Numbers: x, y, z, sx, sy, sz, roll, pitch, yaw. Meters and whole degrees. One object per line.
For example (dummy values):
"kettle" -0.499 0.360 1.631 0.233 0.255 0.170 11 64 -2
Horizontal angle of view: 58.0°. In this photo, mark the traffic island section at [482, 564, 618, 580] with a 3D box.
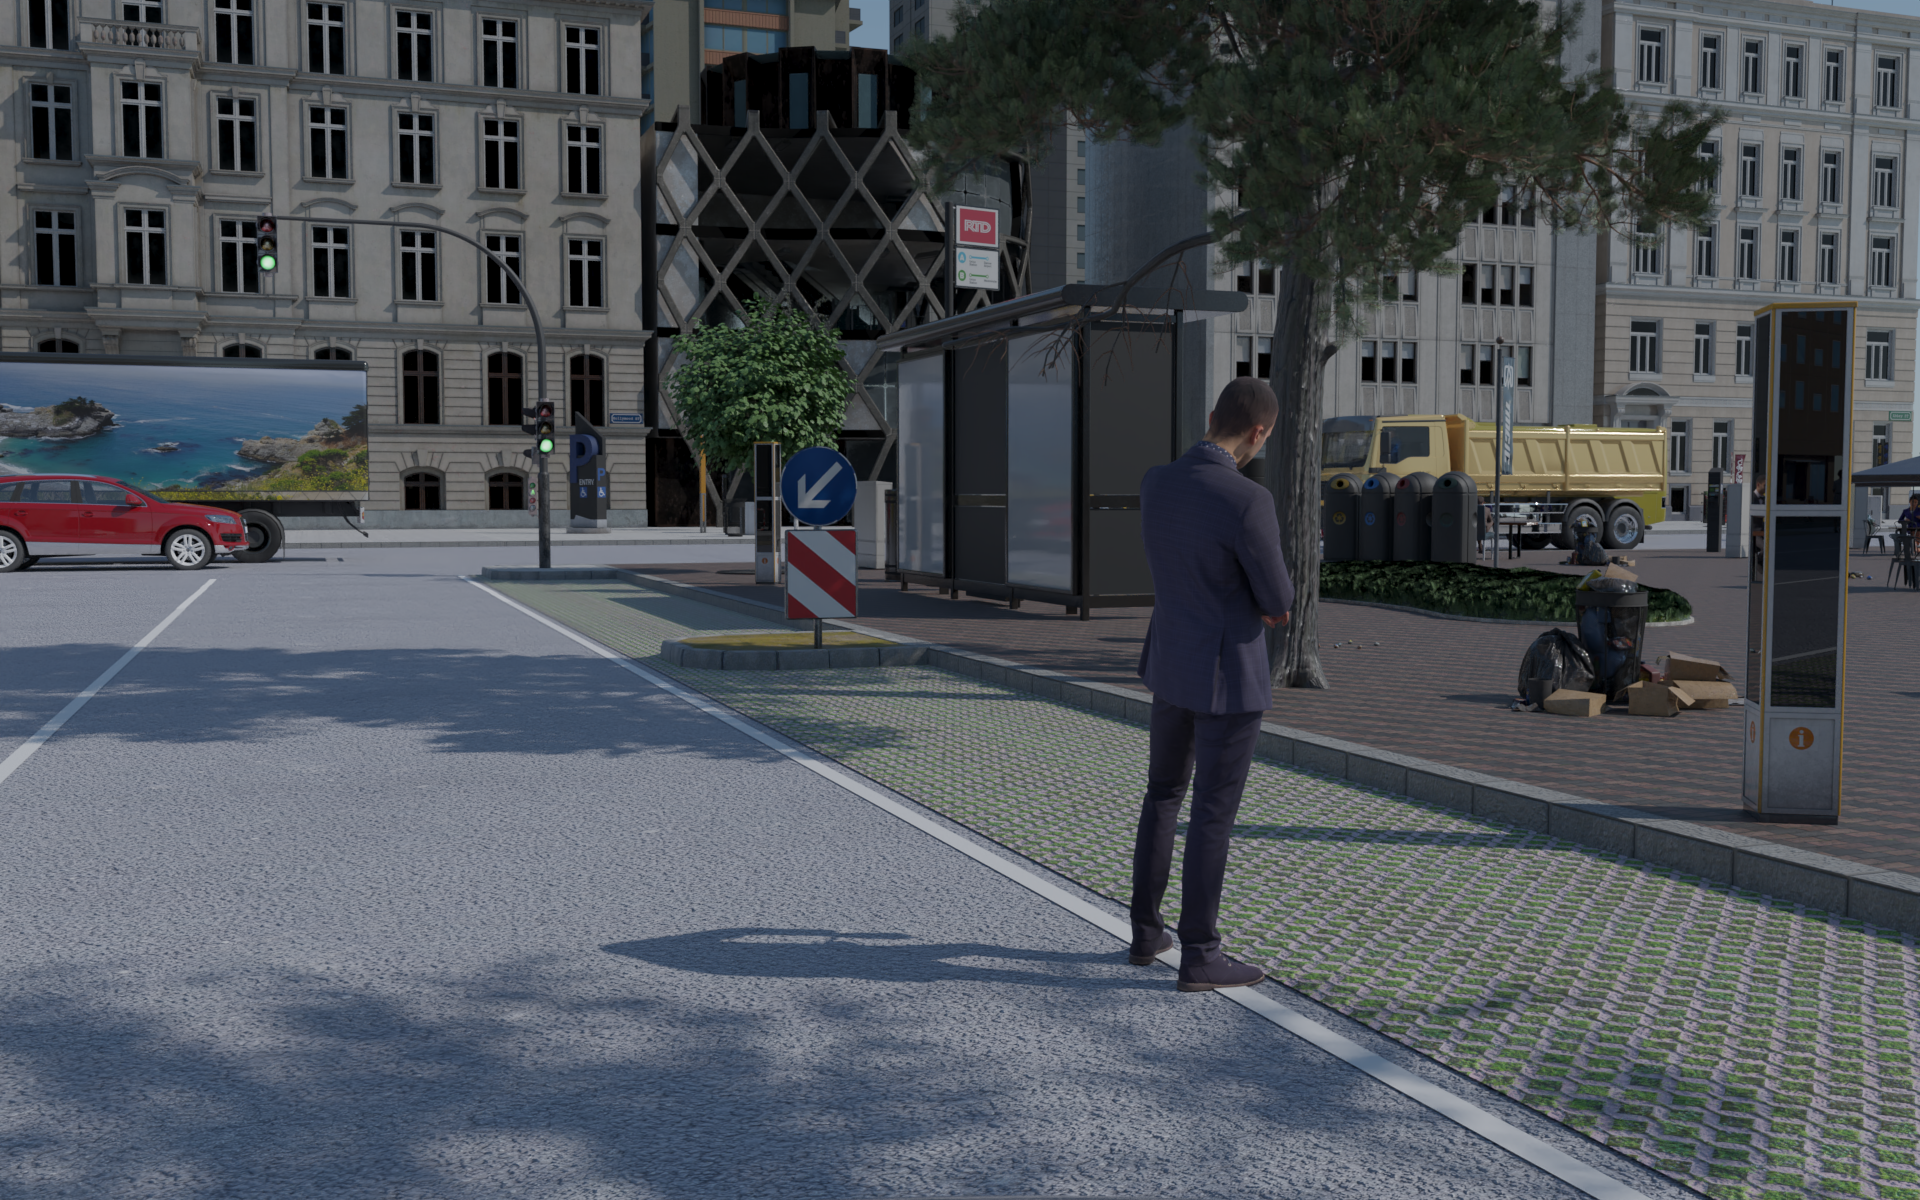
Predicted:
"traffic island section" -7.176 -0.472 30.005 2.009 0.180 2.903 -1 4 -21

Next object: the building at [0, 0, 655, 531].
"building" -29.534 -14.974 63.904 34.723 24.649 14.460 -1 4 -21

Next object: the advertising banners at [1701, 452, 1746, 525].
"advertising banners" 33.475 -4.877 75.921 2.074 3.025 0.090 -1 4 -10

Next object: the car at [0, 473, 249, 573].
"car" -16.329 -1.475 32.790 5.304 1.827 2.281 -1 4 -19

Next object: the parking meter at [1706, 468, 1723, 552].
"parking meter" 16.690 -1.993 38.293 0.255 1.863 0.399 2 4 34

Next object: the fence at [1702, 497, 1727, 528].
"fence" 29.327 -3.404 66.853 0.480 1.192 2.264 0 4 4

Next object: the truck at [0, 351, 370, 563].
"truck" -18.100 -2.855 35.589 11.283 4.237 2.839 -1 4 -21

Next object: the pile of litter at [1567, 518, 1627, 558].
"pile of litter" 11.534 -1.067 31.403 1.176 0.858 1.719 0 4 1

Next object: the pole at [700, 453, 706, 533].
"pole" -8.452 -3.856 56.891 0.158 3.312 0.155 0 3 0

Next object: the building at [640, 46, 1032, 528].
"building" -5.741 -12.633 73.998 16.811 18.784 16.820 -1 4 -21

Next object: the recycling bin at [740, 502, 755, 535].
"recycling bin" -6.404 -2.543 54.136 0.722 1.027 0.722 2 4 29

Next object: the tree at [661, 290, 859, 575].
"tree" -3.192 -2.717 28.131 4.285 4.588 4.351 0 3 0

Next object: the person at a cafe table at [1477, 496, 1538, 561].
"person at a cafe table" 10.330 -1.424 34.136 1.698 1.238 1.726 2 4 30

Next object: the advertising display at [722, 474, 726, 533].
"advertising display" -7.806 -3.190 57.377 0.123 1.923 0.974 -1 4 -9

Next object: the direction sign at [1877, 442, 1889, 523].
"direction sign" 40.445 -5.137 75.979 0.379 3.537 0.876 0 4 1

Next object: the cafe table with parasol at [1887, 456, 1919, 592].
"cafe table with parasol" 13.249 -1.112 23.052 2.610 1.966 2.610 2 4 34

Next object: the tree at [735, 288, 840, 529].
"tree" -5.941 -6.770 61.057 4.360 8.622 3.978 0 3 0

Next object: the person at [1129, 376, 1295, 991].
"person" 0.779 0.232 5.157 0.568 1.767 0.683 -3 5 -39

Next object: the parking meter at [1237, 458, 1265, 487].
"parking meter" 2.082 -0.248 12.470 0.372 1.533 0.369 0 3 0

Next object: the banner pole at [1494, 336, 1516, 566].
"banner pole" 8.712 -2.308 27.761 0.401 3.779 0.863 3 4 39

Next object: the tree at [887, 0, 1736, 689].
"tree" 2.293 -5.462 11.353 6.751 12.117 7.091 0 3 0

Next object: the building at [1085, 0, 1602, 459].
"building" 17.364 -16.051 80.449 19.932 24.808 12.078 -1 4 -21

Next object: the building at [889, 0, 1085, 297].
"building" 3.091 -45.174 176.839 20.611 71.187 20.563 -1 4 -21

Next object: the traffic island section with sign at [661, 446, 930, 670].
"traffic island section with sign" -1.526 -0.388 14.976 1.989 1.847 2.006 -1 4 -21

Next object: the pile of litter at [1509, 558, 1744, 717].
"pile of litter" 4.127 0.214 10.474 1.719 0.858 1.176 0 4 -1

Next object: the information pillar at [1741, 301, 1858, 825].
"information pillar" 3.292 -0.142 6.812 0.304 2.012 0.304 1 4 12

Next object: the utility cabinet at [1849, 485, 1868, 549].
"utility cabinet" 21.033 -1.959 40.706 0.318 1.500 1.173 1 4 14

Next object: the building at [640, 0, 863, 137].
"building" -20.677 -29.822 142.213 22.147 44.769 28.867 -1 4 -21

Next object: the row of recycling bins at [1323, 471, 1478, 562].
"row of recycling bins" 8.219 -1.550 32.462 1.069 1.692 3.534 -2 4 -33

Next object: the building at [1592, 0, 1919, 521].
"building" 36.600 -18.511 88.555 20.117 28.700 13.634 -1 4 -21

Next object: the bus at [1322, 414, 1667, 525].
"bus" 16.750 -3.888 55.113 12.252 3.916 2.896 -1 4 -20

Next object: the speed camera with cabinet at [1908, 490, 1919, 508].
"speed camera with cabinet" 38.668 -4.534 68.466 0.660 3.252 2.038 -2 4 -32

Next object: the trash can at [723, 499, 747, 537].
"trash can" -6.759 -2.471 52.053 0.748 1.137 0.748 0 3 0

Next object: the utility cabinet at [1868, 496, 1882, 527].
"utility cabinet" 35.739 -3.492 68.257 1.020 1.237 0.306 2 4 35

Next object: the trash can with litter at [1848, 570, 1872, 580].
"trash can with litter" 13.050 -0.943 26.472 2.233 1.210 1.678 -3 4 -36

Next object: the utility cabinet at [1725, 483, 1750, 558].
"utility cabinet" 15.820 -1.606 34.935 0.318 1.500 1.173 3 5 44

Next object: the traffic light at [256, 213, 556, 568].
"traffic light" -9.144 -3.323 29.006 4.771 5.953 1.251 -1 4 -21

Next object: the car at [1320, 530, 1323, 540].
"car" 11.884 -2.322 47.005 4.494 1.783 2.155 -1 4 -22

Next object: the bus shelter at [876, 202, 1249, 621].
"bus shelter" 0.475 -2.691 21.635 2.179 5.291 8.768 -1 4 -21

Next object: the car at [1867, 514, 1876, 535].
"car" 26.381 -2.689 53.751 4.222 1.686 2.009 -1 4 -20

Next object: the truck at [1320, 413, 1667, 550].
"truck" 12.915 -2.905 43.417 9.791 3.379 3.469 -1 4 -19

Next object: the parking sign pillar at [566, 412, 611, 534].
"parking sign pillar" -12.096 -4.148 56.285 1.447 3.967 1.447 3 4 36

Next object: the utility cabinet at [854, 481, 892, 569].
"utility cabinet" -1.485 -1.293 29.826 0.318 1.500 1.173 -1 4 -22

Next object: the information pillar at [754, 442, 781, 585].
"information pillar" -2.727 -1.229 24.584 0.304 2.012 0.304 1 4 13
